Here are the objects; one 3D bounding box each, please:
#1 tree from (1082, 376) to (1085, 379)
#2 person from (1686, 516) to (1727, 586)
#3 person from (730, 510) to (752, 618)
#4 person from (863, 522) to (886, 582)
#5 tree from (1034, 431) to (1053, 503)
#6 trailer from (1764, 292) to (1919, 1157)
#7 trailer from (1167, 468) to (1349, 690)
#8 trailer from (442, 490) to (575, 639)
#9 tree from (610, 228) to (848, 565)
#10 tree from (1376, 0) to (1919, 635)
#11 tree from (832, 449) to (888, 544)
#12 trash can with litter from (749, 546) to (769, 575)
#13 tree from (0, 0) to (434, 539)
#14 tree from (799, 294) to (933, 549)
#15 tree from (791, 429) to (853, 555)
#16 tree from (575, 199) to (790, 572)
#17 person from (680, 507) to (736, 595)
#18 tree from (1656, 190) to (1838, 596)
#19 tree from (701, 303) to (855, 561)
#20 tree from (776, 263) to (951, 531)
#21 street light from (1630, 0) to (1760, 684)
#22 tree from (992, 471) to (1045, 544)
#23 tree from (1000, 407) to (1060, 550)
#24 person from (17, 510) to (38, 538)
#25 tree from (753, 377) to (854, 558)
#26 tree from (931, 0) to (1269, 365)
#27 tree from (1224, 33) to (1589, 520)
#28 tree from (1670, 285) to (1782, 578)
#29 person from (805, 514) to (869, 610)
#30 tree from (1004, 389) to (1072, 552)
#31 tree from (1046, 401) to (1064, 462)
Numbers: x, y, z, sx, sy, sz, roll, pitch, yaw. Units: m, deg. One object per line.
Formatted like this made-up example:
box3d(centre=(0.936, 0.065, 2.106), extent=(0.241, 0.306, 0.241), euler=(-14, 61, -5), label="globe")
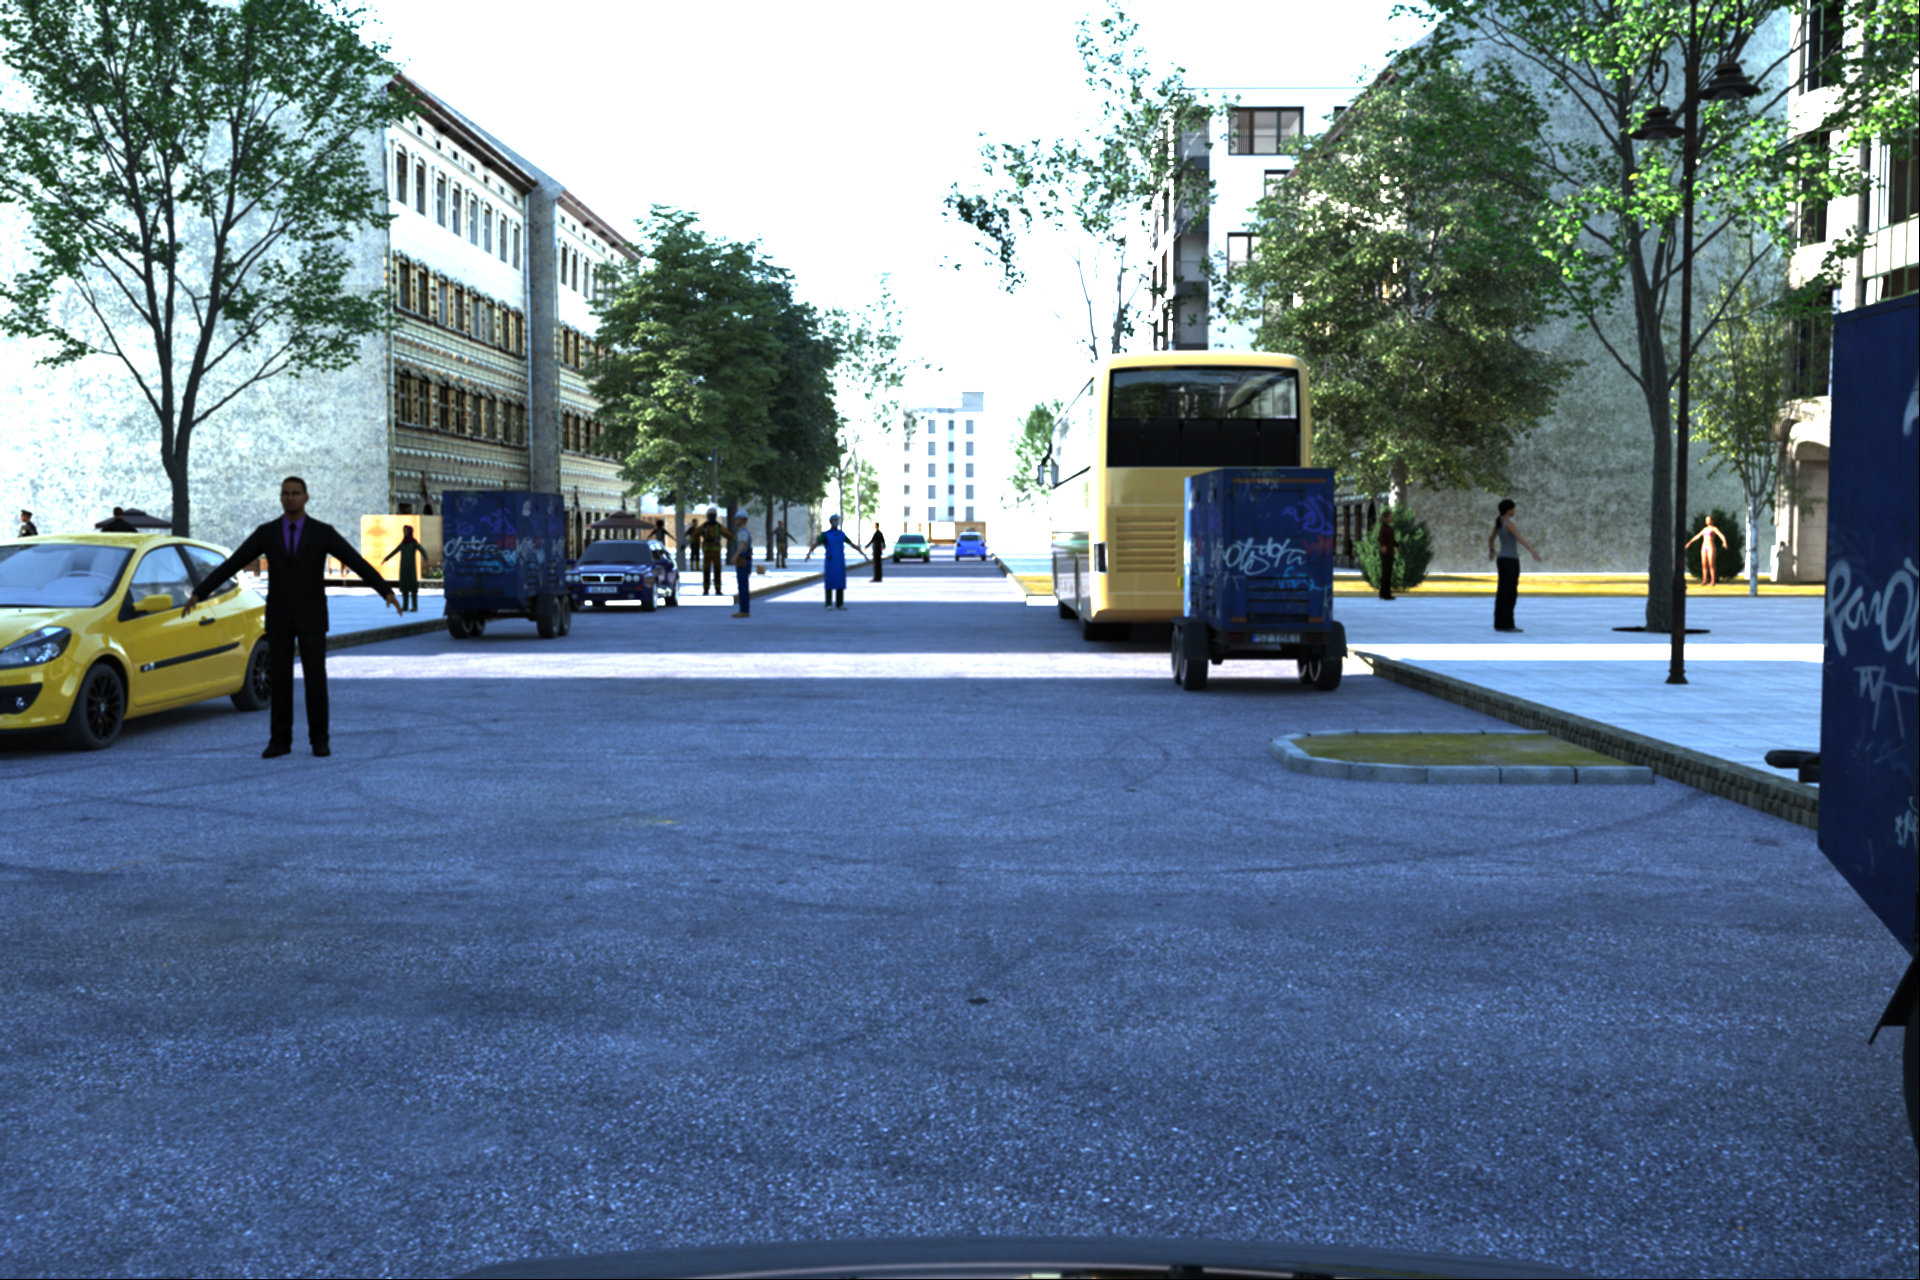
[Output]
box3d(centre=(6.962, -7.631, 75.125), extent=(4.737, 8.622, 4.395), euler=(0, 3, 0), label="tree")
box3d(centre=(18.516, -2.210, 42.931), extent=(0.721, 1.733, 1.217), euler=(-2, 4, -26), label="person")
box3d(centre=(-3.778, -1.320, 29.888), extent=(0.705, 1.847, 1.347), euler=(0, 4, -2), label="person")
box3d(centre=(-2.501, -2.632, 51.712), extent=(0.704, 1.802, 1.346), euler=(2, 4, 25), label="person")
box3d(centre=(6.899, -9.627, 107.764), extent=(4.737, 8.622, 4.395), euler=(0, 3, 0), label="tree")
box3d(centre=(2.742, 0.197, 3.821), extent=(1.471, 1.999, 3.904), euler=(0, 3, 0), label="trailer")
box3d(centre=(2.758, -0.602, 16.899), extent=(1.471, 1.999, 3.904), euler=(0, 4, 0), label="trailer")
box3d(centre=(-6.259, -0.996, 23.337), extent=(1.471, 1.999, 3.904), euler=(0, 4, 1), label="trailer")
box3d(centre=(-9.471, -10.057, 71.094), extent=(9.857, 13.997, 8.962), euler=(0, 3, 0), label="tree")
box3d(centre=(9.032, -5.910, 22.383), extent=(9.928, 11.665, 9.643), euler=(0, 3, 0), label="tree")
box3d(centre=(-13.343, -19.109, 230.553), extent=(7.486, 12.596, 7.792), euler=(0, 3, 0), label="tree")
box3d(centre=(-6.551, -2.643, 54.606), extent=(1.055, 1.170, 0.624), euler=(0, 4, 0), label="trash can with litter")
box3d(centre=(-12.180, -6.180, 26.807), extent=(9.928, 11.665, 9.643), euler=(0, 3, 0), label="tree")
box3d(centre=(-8.514, -17.310, 138.906), extent=(12.611, 20.169, 13.585), euler=(0, 3, 0), label="tree")
box3d(centre=(-9.254, -9.542, 106.370), extent=(4.360, 8.622, 3.978), euler=(0, 3, 0), label="tree")
box3d(centre=(-9.505, -8.651, 59.569), extent=(7.486, 12.596, 7.792), euler=(0, 3, 0), label="tree")
box3d(centre=(-5.235, -1.883, 36.563), extent=(1.354, 1.858, 0.705), euler=(-1, 4, -13), label="person")
box3d(centre=(16.635, -5.228, 35.840), extent=(4.360, 8.622, 3.978), euler=(0, 3, 0), label="tree")
box3d(centre=(-8.633, -10.004, 81.700), extent=(7.486, 12.596, 7.792), euler=(0, 3, 0), label="tree")
box3d(centre=(-7.447, -16.205, 120.836), extent=(12.611, 20.169, 13.585), euler=(0, 3, 0), label="tree")
box3d(centre=(6.156, -2.563, 14.695), extent=(0.468, 5.910, 1.993), euler=(0, 4, 1), label="street light")
box3d(centre=(7.867, -18.200, 231.985), extent=(7.601, 10.594, 8.767), euler=(0, 4, -1), label="tree")
box3d(centre=(7.282, -13.039, 138.935), extent=(9.928, 11.665, 9.643), euler=(0, 3, 0), label="tree")
box3d(centre=(-21.337, -2.057, 39.572), extent=(1.347, 1.837, 0.705), euler=(3, 4, 38), label="person")
box3d(centre=(-9.056, -9.639, 92.006), extent=(8.767, 10.594, 7.601), euler=(3, 4, 37), label="tree")
box3d(centre=(4.962, -12.714, 63.769), extent=(12.611, 20.169, 13.585), euler=(0, 3, 0), label="tree")
box3d(centre=(11.743, -8.525, 46.043), extent=(9.857, 13.997, 8.962), euler=(0, 3, 0), label="tree")
box3d(centre=(22.654, -6.081, 49.781), extent=(4.737, 8.622, 4.395), euler=(0, 3, 0), label="tree")
box3d(centre=(-2.352, -1.475, 32.704), extent=(1.347, 1.817, 0.704), euler=(-2, 4, -32), label="person")
box3d(centre=(7.101, -12.072, 123.135), extent=(9.928, 11.665, 9.643), euler=(0, 3, 0), label="tree")
box3d(centre=(5.927, -8.596, 90.913), extent=(4.360, 8.622, 3.978), euler=(0, 3, 0), label="tree")
